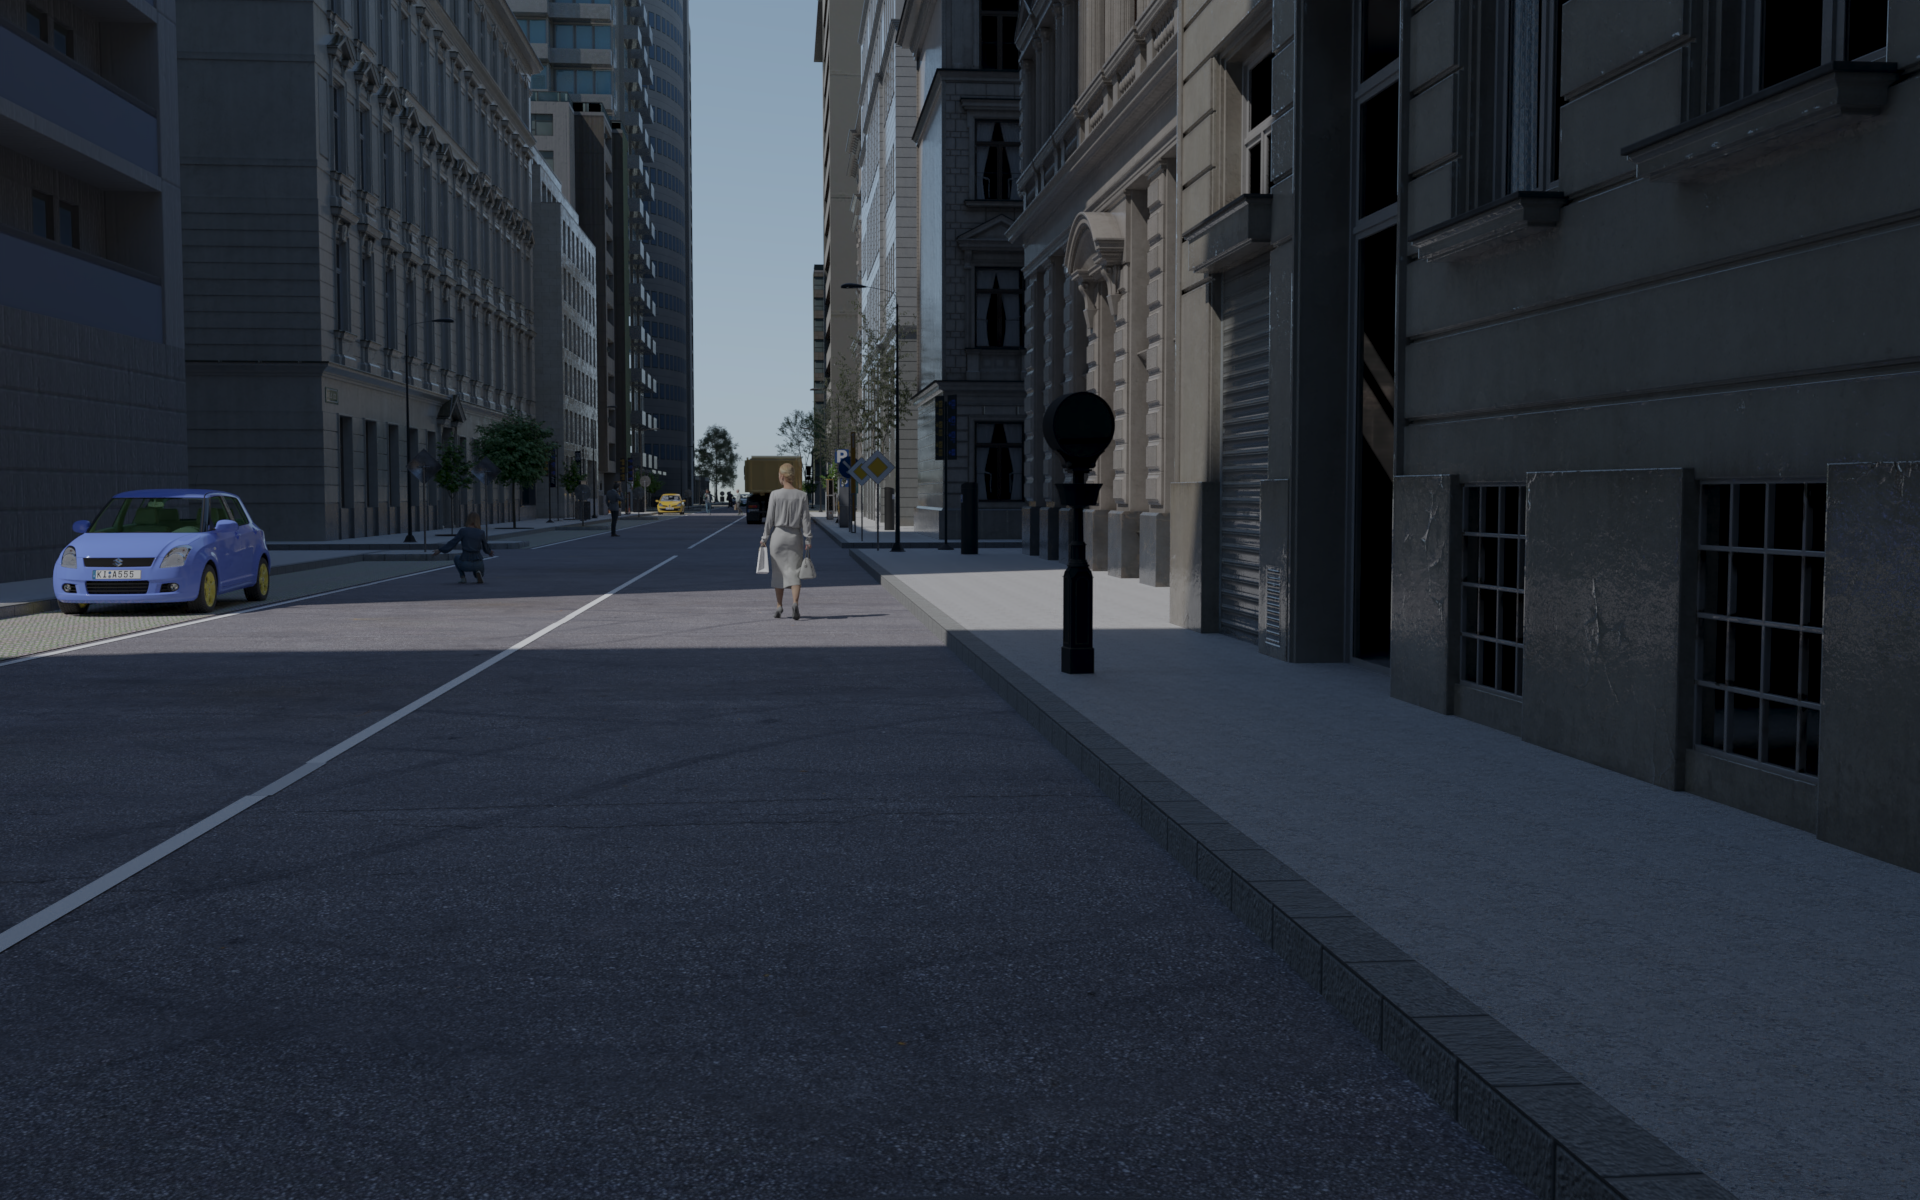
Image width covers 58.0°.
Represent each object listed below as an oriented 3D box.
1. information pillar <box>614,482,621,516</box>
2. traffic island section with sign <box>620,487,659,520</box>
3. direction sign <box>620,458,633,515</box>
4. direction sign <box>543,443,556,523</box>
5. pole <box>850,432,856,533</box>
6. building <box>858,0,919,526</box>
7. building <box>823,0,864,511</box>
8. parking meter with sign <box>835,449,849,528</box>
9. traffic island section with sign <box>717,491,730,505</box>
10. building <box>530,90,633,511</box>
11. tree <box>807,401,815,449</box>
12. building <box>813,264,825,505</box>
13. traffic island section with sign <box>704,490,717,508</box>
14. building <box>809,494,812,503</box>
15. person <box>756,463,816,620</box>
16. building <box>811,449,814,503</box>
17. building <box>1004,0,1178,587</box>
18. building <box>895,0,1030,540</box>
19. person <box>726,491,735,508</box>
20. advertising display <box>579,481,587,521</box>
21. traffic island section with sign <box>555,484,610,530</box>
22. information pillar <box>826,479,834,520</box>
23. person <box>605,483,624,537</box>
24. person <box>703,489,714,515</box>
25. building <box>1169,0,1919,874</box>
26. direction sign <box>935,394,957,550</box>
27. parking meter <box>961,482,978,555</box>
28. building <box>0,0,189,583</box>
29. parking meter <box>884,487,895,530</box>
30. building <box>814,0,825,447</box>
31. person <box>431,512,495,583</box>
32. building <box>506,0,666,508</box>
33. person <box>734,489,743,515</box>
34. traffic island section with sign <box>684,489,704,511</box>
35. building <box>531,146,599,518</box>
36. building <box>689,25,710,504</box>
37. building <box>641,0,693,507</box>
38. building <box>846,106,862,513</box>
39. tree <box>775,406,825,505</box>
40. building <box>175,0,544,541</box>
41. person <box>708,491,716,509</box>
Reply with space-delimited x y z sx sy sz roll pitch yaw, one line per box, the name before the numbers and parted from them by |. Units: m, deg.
information pillar | -20.135 -5.955 101.857 0.304 2.012 0.304 2 4 27
traffic island section with sign | -17.679 -5.317 95.554 1.989 1.847 2.006 0 4 -6
direction sign | -20.717 -7.069 107.580 0.876 3.537 0.379 -3 4 -37
direction sign | -18.354 -5.226 77.442 0.379 3.537 0.876 1 4 23
pole | -3.507 -3.854 56.848 0.158 3.312 0.155 0 3 0
building | 1.333 -18.690 83.082 11.434 29.767 29.804 0 4 -6
building | -0.365 -31.794 143.531 21.300 48.544 21.600 0 4 -6
parking meter with sign | -4.490 -4.301 66.580 0.543 3.016 1.738 0 4 -7
traffic island section with sign | -31.071 -13.353 226.944 1.989 1.847 2.006 0 4 -6
building | -31.981 -21.756 127.419 14.160 30.474 14.107 0 4 -6
tree | -9.098 -10.759 126.274 4.360 8.622 3.978 0 3 0
building | -11.519 -27.347 218.825 14.160 30.474 14.107 0 4 -6
traffic island section with sign | -25.523 -10.026 172.552 1.989 1.847 2.006 0 4 -6
building | -7.807 -35.325 269.451 32.217 40.220 23.993 0 4 -6
person | -1.999 -0.667 19.758 0.694 1.780 0.624 0 4 1
building | -9.367 -56.735 240.293 22.319 86.520 31.000 0 4 -6
building | 7.027 -12.167 27.816 11.050 23.489 19.941 0 4 -6
building | 7.954 -11.561 53.648 19.286 19.102 10.561 0 4 -6
person | -23.905 -10.476 180.336 0.990 1.755 0.434 1 4 13
advertising display | -17.999 -4.740 82.709 0.123 1.923 0.974 0 4 5
traffic island section with sign | -14.949 -3.676 68.737 1.989 1.847 2.006 0 4 -6
information pillar | -6.506 -5.024 86.638 0.304 2.012 0.304 -1 4 -22
person | -11.653 -3.044 58.450 0.473 1.802 0.592 -3 5 -39
person | -17.221 -6.700 118.387 0.623 1.781 0.721 -2 4 -32
building | 10.748 -10.388 3.128 16.112 22.955 30.059 0 4 -6
direction sign | -0.323 -2.920 39.739 0.379 3.537 0.876 -2 4 -33
parking meter | 0.203 -1.741 36.883 0.372 1.533 0.369 0 3 0
building | -28.052 -29.551 25.153 28.212 58.520 21.231 0 4 -6
parking meter | -2.492 -3.231 61.245 0.372 1.533 0.369 0 3 0
building | -0.746 -36.350 183.563 28.713 52.752 27.495 0 4 -6
person | -7.980 -0.849 27.879 1.012 1.151 0.738 -1 4 -21
building | -38.114 -32.378 148.983 23.786 49.044 30.456 0 4 -6
person | -15.016 -6.641 117.570 0.515 1.767 0.782 -1 4 -18
traffic island section with sign | -22.798 -8.386 145.735 1.989 1.847 2.006 0 4 -6
building | -26.818 -14.902 98.403 10.420 20.320 16.860 0 4 -6
building | -48.030 -50.109 257.531 20.563 71.187 20.611 0 4 -6
building | -39.033 -38.916 178.280 21.231 58.520 28.212 0 4 -6
building | 0.077 -19.752 110.329 14.401 28.519 23.554 0 4 -6
tree | -18.212 -17.147 206.112 9.928 11.665 9.643 0 3 0
building | -27.240 -17.750 66.628 17.030 29.872 44.131 0 4 -6
person | -23.259 -9.285 161.018 1.217 1.736 0.721 -1 4 -11
